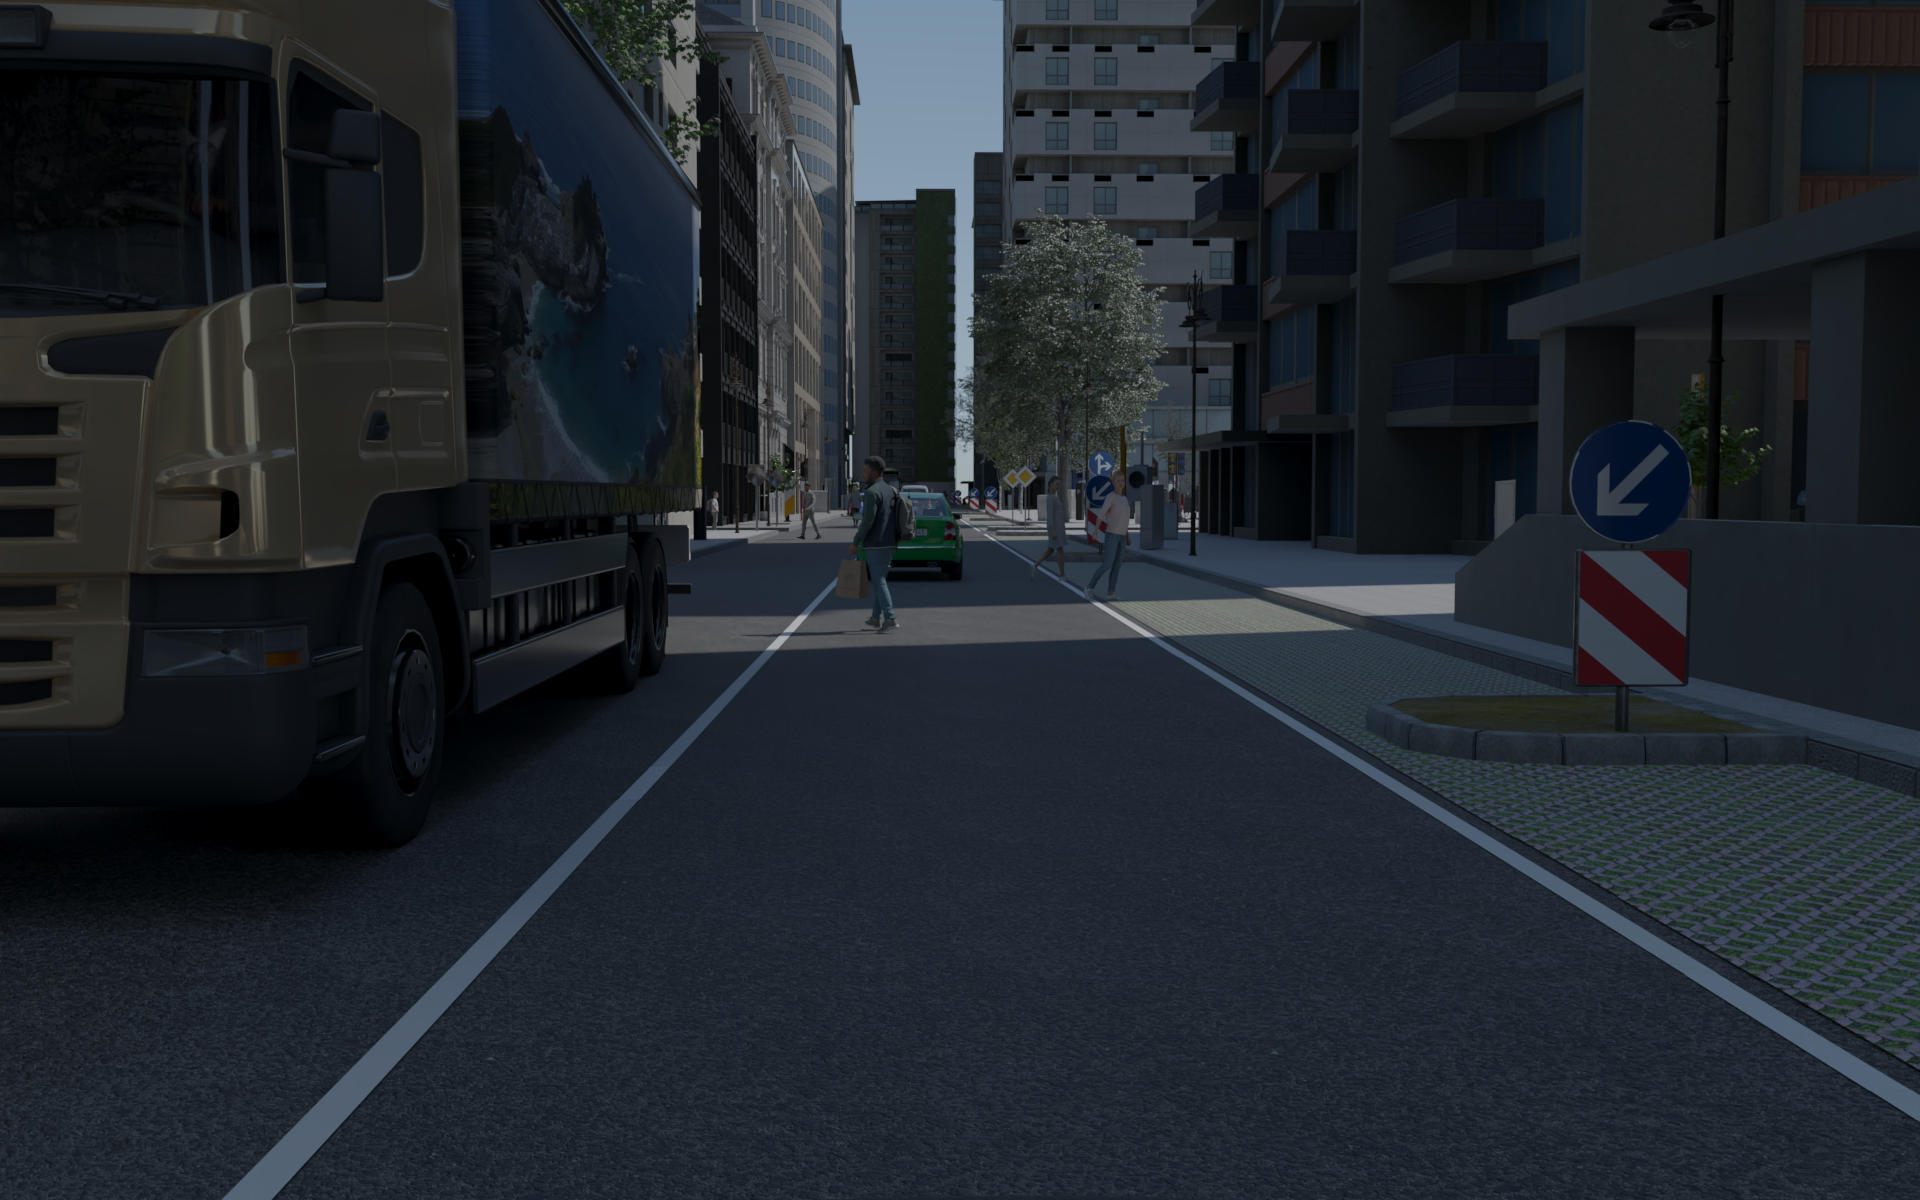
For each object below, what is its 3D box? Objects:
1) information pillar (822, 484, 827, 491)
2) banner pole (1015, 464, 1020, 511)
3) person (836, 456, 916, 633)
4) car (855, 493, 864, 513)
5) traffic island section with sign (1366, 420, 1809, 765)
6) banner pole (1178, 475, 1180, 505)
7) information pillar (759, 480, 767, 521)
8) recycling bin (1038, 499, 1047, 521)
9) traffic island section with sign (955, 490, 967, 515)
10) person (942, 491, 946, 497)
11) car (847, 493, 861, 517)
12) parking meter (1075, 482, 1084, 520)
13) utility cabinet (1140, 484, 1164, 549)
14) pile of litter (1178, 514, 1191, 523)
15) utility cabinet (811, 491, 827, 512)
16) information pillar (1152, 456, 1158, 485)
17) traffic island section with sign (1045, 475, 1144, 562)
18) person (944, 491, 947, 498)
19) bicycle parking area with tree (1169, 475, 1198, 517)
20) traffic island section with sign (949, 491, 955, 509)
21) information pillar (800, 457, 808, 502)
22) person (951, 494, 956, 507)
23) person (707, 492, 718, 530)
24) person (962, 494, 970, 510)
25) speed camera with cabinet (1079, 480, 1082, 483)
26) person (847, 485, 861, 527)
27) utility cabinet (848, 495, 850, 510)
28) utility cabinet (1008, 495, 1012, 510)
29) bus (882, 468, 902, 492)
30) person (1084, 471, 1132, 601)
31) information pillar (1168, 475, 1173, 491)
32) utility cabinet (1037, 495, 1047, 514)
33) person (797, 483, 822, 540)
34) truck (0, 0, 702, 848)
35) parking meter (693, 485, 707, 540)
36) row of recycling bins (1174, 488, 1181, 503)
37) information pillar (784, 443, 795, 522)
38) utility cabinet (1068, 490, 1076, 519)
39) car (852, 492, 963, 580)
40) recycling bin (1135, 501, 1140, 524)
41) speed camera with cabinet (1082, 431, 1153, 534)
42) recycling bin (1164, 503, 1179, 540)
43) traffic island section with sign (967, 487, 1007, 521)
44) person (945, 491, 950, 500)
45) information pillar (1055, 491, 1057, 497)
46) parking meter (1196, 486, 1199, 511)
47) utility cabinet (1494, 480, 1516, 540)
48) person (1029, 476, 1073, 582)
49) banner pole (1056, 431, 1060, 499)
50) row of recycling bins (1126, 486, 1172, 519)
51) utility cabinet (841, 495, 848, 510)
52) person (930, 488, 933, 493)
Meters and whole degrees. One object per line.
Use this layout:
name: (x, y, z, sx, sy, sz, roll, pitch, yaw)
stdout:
information pillar: (-10.070, -7.613, 128.968, 0.304, 2.012, 0.304, 2, 4, 31)
banner pole: (4.310, -8.544, 129.718, 0.401, 3.779, 0.863, -2, 4, -28)
person: (-0.885, -0.577, 17.920, 0.794, 1.824, 0.713, -3, 5, -44)
car: (-5.239, -5.545, 100.254, 1.945, 1.707, 3.694, 0, 4, -3)
traffic island section with sign: (3.463, -0.087, 10.044, 1.989, 1.847, 2.006, 0, 4, -1)
banner pole: (13.773, -7.265, 108.802, 0.401, 3.779, 0.863, 1, 4, 17)
information pillar: (-9.371, -4.779, 82.631, 0.304, 2.012, 0.304, 2, 4, 27)
recycling bin: (4.113, -4.285, 82.614, 0.722, 1.027, 0.722, 1, 4, 11)
traffic island section with sign: (0.855, -6.824, 120.208, 1.989, 1.847, 2.006, 0, 4, -1)
person: (-1.621, -9.425, 163.046, 0.568, 1.767, 0.683, -1, 4, -19)
car: (-6.153, -6.266, 111.481, 2.155, 1.783, 4.494, 0, 4, -1)
parking meter: (5.857, -4.829, 84.666, 0.399, 1.863, 0.255, 3, 4, 38)
utility cabinet: (4.454, -1.931, 40.254, 0.318, 1.500, 1.173, 1, 4, 20)
pile of litter: (9.447, -3.878, 77.363, 1.719, 0.858, 1.176, 2, 4, 35)
utility cabinet: (-9.640, -6.744, 118.941, 1.173, 1.500, 0.318, 0, 4, 2)
information pillar: (12.122, -7.110, 107.609, 0.183, 3.616, 0.504, -3, 4, -37)
traffic island section with sign: (2.828, -1.735, 36.991, 1.989, 1.847, 2.006, 0, 4, -1)
person: (-1.944, -12.268, 209.086, 0.705, 1.823, 1.348, 2, 4, 33)
bicycle parking area with tree: (14.246, -6.647, 95.680, 8.231, 4.147, 9.016, 0, 4, 2)
traffic island section with sign: (-0.296, -9.852, 169.701, 1.989, 1.847, 2.006, 0, 4, -1)
information pillar: (-9.945, -7.295, 110.627, 0.504, 3.616, 0.183, -1, 4, -20)
person: (-0.572, -10.879, 189.589, 0.991, 1.433, 0.599, 1, 4, 21)
person: (-8.811, -3.127, 62.221, 0.523, 1.515, 0.503, -3, 4, -38)
person: (0.589, -8.761, 154.929, 0.799, 1.438, 0.628, 0, 4, 1)
speed camera with cabinet: (7.756, -7.467, 116.422, 2.038, 3.252, 0.660, -1, 4, -21)
person: (-4.593, -4.037, 74.694, 0.709, 1.800, 0.728, -1, 4, -8)
utility cabinet: (-9.103, -7.995, 141.884, 0.306, 1.237, 1.020, 1, 4, 15)
utility cabinet: (4.051, -7.962, 141.343, 0.306, 1.237, 1.020, 0, 4, 0)
bus: (-7.005, -10.659, 165.823, 2.896, 3.916, 12.252, 0, 4, -2)
person: (1.923, -0.850, 23.065, 0.598, 1.740, 0.731, 2, 4, 25)
information pillar: (17.294, -9.238, 142.391, 0.183, 3.616, 0.504, 3, 5, 41)
utility cabinet: (5.334, -6.021, 109.609, 0.306, 1.237, 1.020, -3, 5, -41)
person: (-4.739, -2.798, 54.526, 0.850, 1.792, 0.678, -3, 4, -38)
truck: (-3.472, -1.313, 10.385, 2.839, 4.237, 11.283, 0, 4, -1)
parking meter: (-7.261, -2.442, 48.337, 0.372, 1.533, 0.369, 0, 3, 0)
row of recycling bins: (13.069, -6.655, 115.929, 3.534, 1.692, 1.069, 2, 4, 23)
information pillar: (-7.868, -5.405, 79.723, 0.504, 3.616, 0.183, -1, 4, -9)
utility cabinet: (5.890, -4.912, 88.998, 0.318, 1.500, 1.173, 2, 4, 32)
car: (-0.909, -1.311, 30.230, 1.959, 1.807, 4.718, 0, 4, -3)
recycling bin: (7.866, -3.726, 73.476, 0.722, 1.027, 0.722, -1, 4, -13)
speed camera with cabinet: (5.006, -3.677, 54.462, 2.038, 3.252, 0.660, 2, 4, 26)
recycling bin: (5.797, -2.227, 48.963, 0.722, 1.027, 0.722, 1, 4, 10)
traffic island section with sign: (1.515, -5.136, 92.596, 1.989, 1.847, 2.006, 0, 4, -1)
person: (-1.778, -12.698, 216.092, 1.348, 1.826, 0.705, 1, 4, 19)
information pillar: (4.969, -5.207, 89.627, 0.304, 2.012, 0.304, 3, 5, 44)
parking meter: (16.795, -7.082, 121.502, 0.399, 1.863, 0.255, -1, 4, -10)
utility cabinet: (8.488, -1.122, 27.028, 0.318, 1.500, 1.173, 1, 4, 18)
person: (1.503, -1.164, 28.274, 0.760, 1.731, 0.466, -2, 4, -26)
banner pole: (3.844, -4.793, 68.379, 0.401, 3.779, 0.863, 1, 4, 12)
row of recycling bins: (9.007, -5.016, 89.121, 3.534, 1.692, 1.069, -1, 4, -12)
utility cabinet: (-9.488, -7.919, 140.642, 0.306, 1.237, 1.020, 0, 4, -1)
person: (-1.957, -6.648, 117.224, 0.581, 1.822, 0.654, 0, 4, 7)
